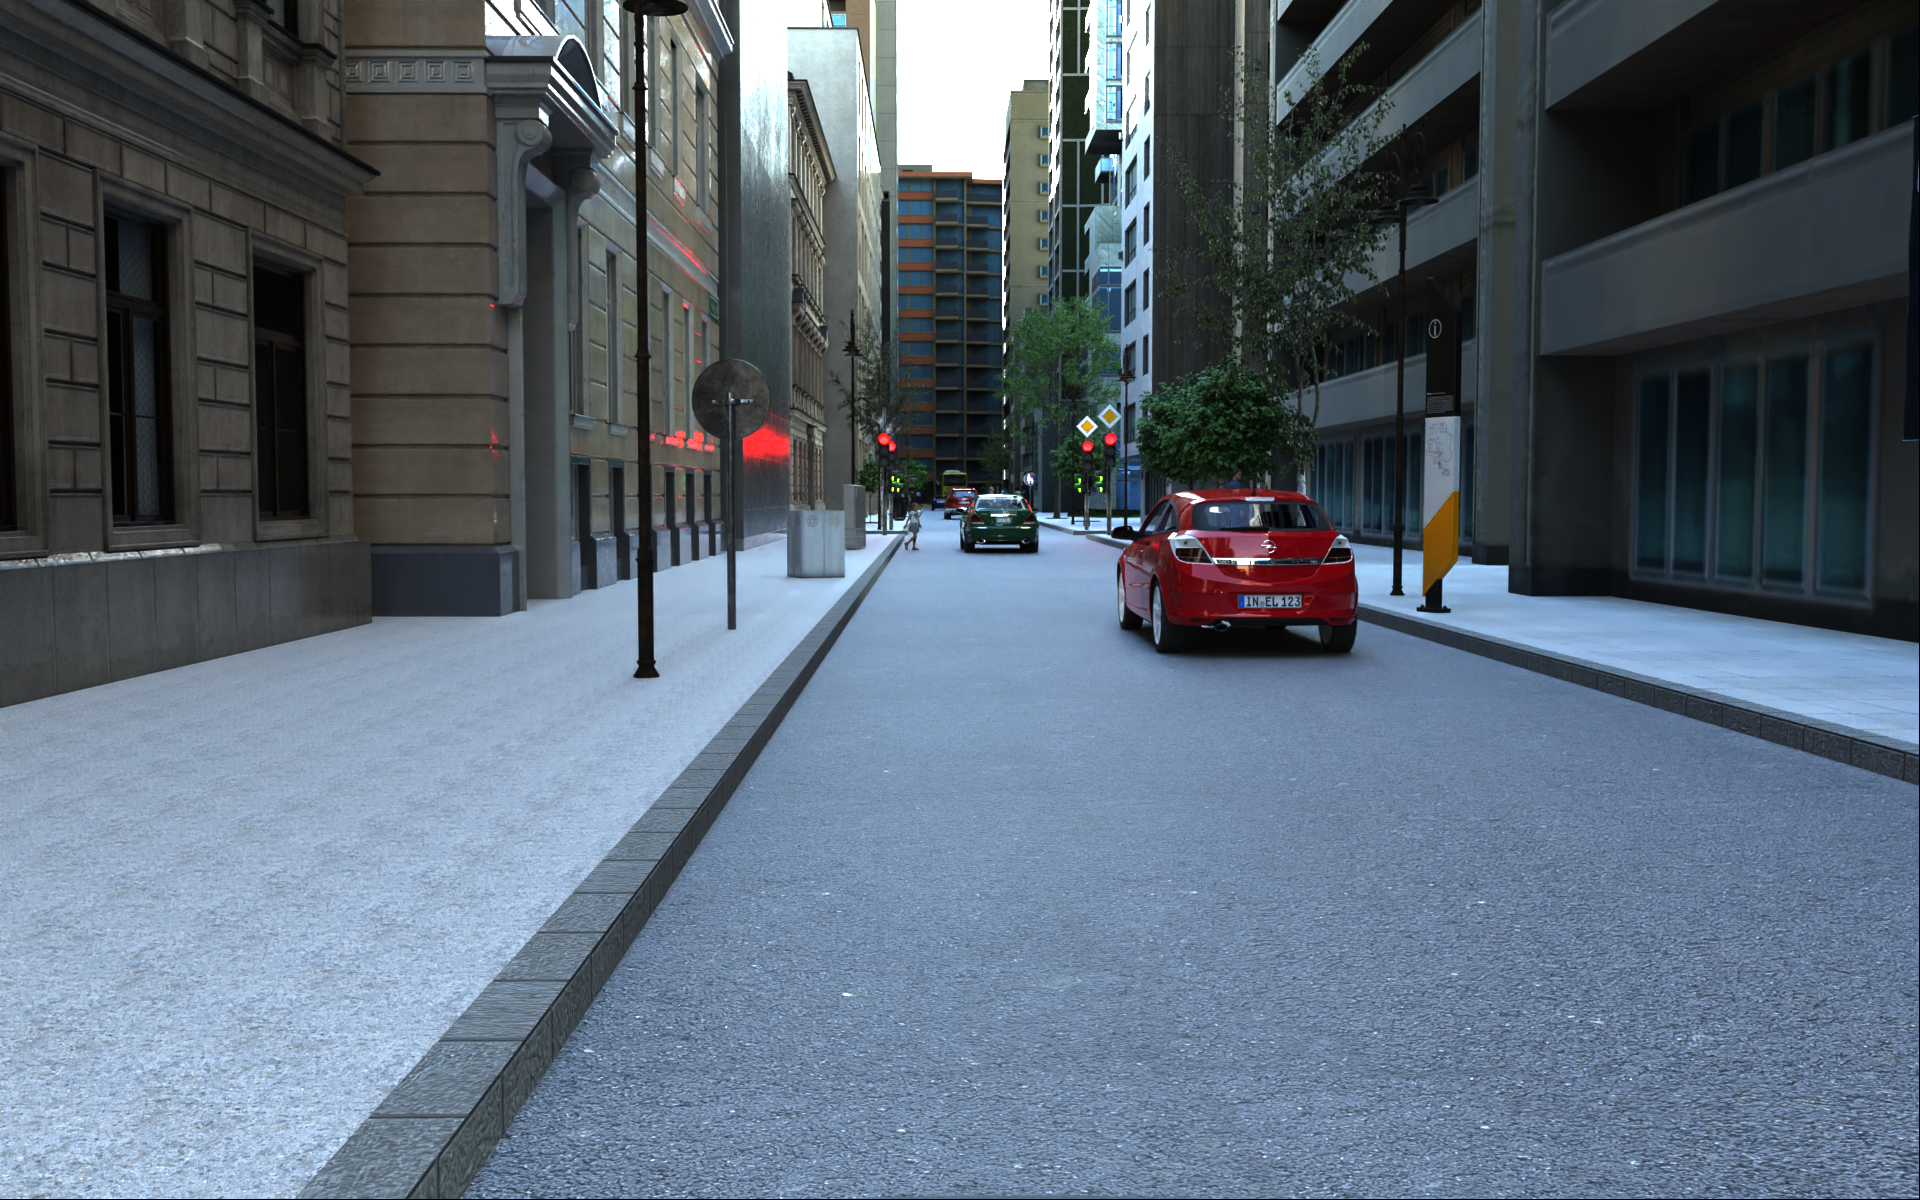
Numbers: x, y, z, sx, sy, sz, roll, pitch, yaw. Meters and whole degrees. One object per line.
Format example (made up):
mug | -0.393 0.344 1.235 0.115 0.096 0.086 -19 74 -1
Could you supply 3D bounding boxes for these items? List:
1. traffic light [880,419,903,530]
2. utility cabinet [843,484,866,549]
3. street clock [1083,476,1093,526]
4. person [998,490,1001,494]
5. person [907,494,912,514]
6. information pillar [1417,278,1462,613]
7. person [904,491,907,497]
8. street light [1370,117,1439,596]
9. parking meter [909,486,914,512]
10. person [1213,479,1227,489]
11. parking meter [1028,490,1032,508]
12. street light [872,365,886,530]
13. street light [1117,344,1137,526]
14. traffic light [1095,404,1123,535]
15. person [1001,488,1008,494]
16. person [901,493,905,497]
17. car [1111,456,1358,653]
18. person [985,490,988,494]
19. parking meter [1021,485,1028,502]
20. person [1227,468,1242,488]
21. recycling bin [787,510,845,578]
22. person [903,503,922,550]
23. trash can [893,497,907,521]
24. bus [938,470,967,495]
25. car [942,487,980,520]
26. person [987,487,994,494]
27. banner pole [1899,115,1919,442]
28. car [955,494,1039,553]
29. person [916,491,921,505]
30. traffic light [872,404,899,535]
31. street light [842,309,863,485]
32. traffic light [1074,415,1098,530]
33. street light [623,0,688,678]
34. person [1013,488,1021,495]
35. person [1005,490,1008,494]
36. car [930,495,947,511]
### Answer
traffic light | -2.443 -4.459 61.818 0.839 4.253 0.868 0 4 -1
utility cabinet | -2.446 -1.939 40.379 0.318 1.500 1.173 1 4 8
street clock | 5.029 -3.924 68.733 0.358 2.002 0.471 -2 4 -33
person | 4.483 -11.741 198.920 0.530 1.710 0.541 -1 4 -20
person | -3.314 -6.272 113.257 0.373 1.253 0.362 0 4 6
information pillar | 5.183 -1.669 18.646 0.183 3.616 0.504 -2 4 -24
person | -5.479 -10.420 177.329 0.541 1.710 0.530 0 4 -5
street light | 5.543 -2.996 21.779 0.468 5.910 1.993 0 4 -1
parking meter | -3.273 -6.732 115.782 0.255 1.863 0.399 -1 4 -20
person | 7.340 -2.560 48.171 0.520 1.790 0.573 -2 4 -27
parking meter | 4.407 -6.255 110.688 0.372 1.533 0.369 0 3 0
street light | -2.897 -5.460 62.056 0.468 5.910 1.993 0 4 -1
street light | 5.126 -4.933 53.436 0.468 5.910 1.993 0 4 -1
traffic light | 4.633 -3.977 53.951 0.839 4.253 0.868 0 4 -1
person | 3.940 -8.953 152.285 0.599 1.838 0.709 -1 4 -16
person | -5.993 -10.785 183.043 0.551 1.740 0.621 0 4 -5
car | 2.620 -0.493 17.106 2.155 1.783 4.494 0 4 -1
person | 3.156 -12.193 205.854 0.683 1.767 0.568 3 5 40
parking meter | 3.984 -6.159 106.405 0.399 1.863 0.255 3 5 45
person | 5.722 -1.849 36.304 0.654 1.822 0.581 0 4 0
recycling bin | -2.231 -0.870 26.784 0.722 1.027 0.722 -2 4 -25
person | -1.195 -1.887 44.374 0.382 1.210 0.505 2 4 31
trash can | -2.917 -4.387 83.383 0.748 1.137 0.748 0 3 0
bus | -0.722 -11.368 177.407 2.896 3.916 12.252 0 4 -2
car | 0.147 -5.529 99.076 2.281 1.827 5.304 0 4 -2
person | 1.505 -4.378 80.481 0.834 1.777 0.661 1 4 19
banner pole | 5.612 -1.209 9.780 0.401 3.779 0.863 -1 4 -9
car | 0.966 -1.963 43.899 2.131 1.459 4.920 0 4 -2
person | -4.899 -12.013 203.390 0.756 1.711 0.436 1 4 21
traffic light | -2.328 -3.970 53.834 0.839 4.253 0.868 0 4 -1
street light | -2.684 -4.323 43.471 0.468 5.910 1.993 0 4 -1
traffic light | 4.517 -4.466 61.935 0.839 4.253 0.868 0 4 -1
street light | -2.200 -2.397 11.972 0.468 5.910 1.993 0 4 -1
person | 4.750 -8.370 142.901 1.348 1.824 0.705 0 4 -1
person | 4.841 -10.867 184.448 0.721 1.736 1.217 -3 5 -40
car | -1.602 -8.403 149.967 1.945 1.354 3.894 0 4 0
